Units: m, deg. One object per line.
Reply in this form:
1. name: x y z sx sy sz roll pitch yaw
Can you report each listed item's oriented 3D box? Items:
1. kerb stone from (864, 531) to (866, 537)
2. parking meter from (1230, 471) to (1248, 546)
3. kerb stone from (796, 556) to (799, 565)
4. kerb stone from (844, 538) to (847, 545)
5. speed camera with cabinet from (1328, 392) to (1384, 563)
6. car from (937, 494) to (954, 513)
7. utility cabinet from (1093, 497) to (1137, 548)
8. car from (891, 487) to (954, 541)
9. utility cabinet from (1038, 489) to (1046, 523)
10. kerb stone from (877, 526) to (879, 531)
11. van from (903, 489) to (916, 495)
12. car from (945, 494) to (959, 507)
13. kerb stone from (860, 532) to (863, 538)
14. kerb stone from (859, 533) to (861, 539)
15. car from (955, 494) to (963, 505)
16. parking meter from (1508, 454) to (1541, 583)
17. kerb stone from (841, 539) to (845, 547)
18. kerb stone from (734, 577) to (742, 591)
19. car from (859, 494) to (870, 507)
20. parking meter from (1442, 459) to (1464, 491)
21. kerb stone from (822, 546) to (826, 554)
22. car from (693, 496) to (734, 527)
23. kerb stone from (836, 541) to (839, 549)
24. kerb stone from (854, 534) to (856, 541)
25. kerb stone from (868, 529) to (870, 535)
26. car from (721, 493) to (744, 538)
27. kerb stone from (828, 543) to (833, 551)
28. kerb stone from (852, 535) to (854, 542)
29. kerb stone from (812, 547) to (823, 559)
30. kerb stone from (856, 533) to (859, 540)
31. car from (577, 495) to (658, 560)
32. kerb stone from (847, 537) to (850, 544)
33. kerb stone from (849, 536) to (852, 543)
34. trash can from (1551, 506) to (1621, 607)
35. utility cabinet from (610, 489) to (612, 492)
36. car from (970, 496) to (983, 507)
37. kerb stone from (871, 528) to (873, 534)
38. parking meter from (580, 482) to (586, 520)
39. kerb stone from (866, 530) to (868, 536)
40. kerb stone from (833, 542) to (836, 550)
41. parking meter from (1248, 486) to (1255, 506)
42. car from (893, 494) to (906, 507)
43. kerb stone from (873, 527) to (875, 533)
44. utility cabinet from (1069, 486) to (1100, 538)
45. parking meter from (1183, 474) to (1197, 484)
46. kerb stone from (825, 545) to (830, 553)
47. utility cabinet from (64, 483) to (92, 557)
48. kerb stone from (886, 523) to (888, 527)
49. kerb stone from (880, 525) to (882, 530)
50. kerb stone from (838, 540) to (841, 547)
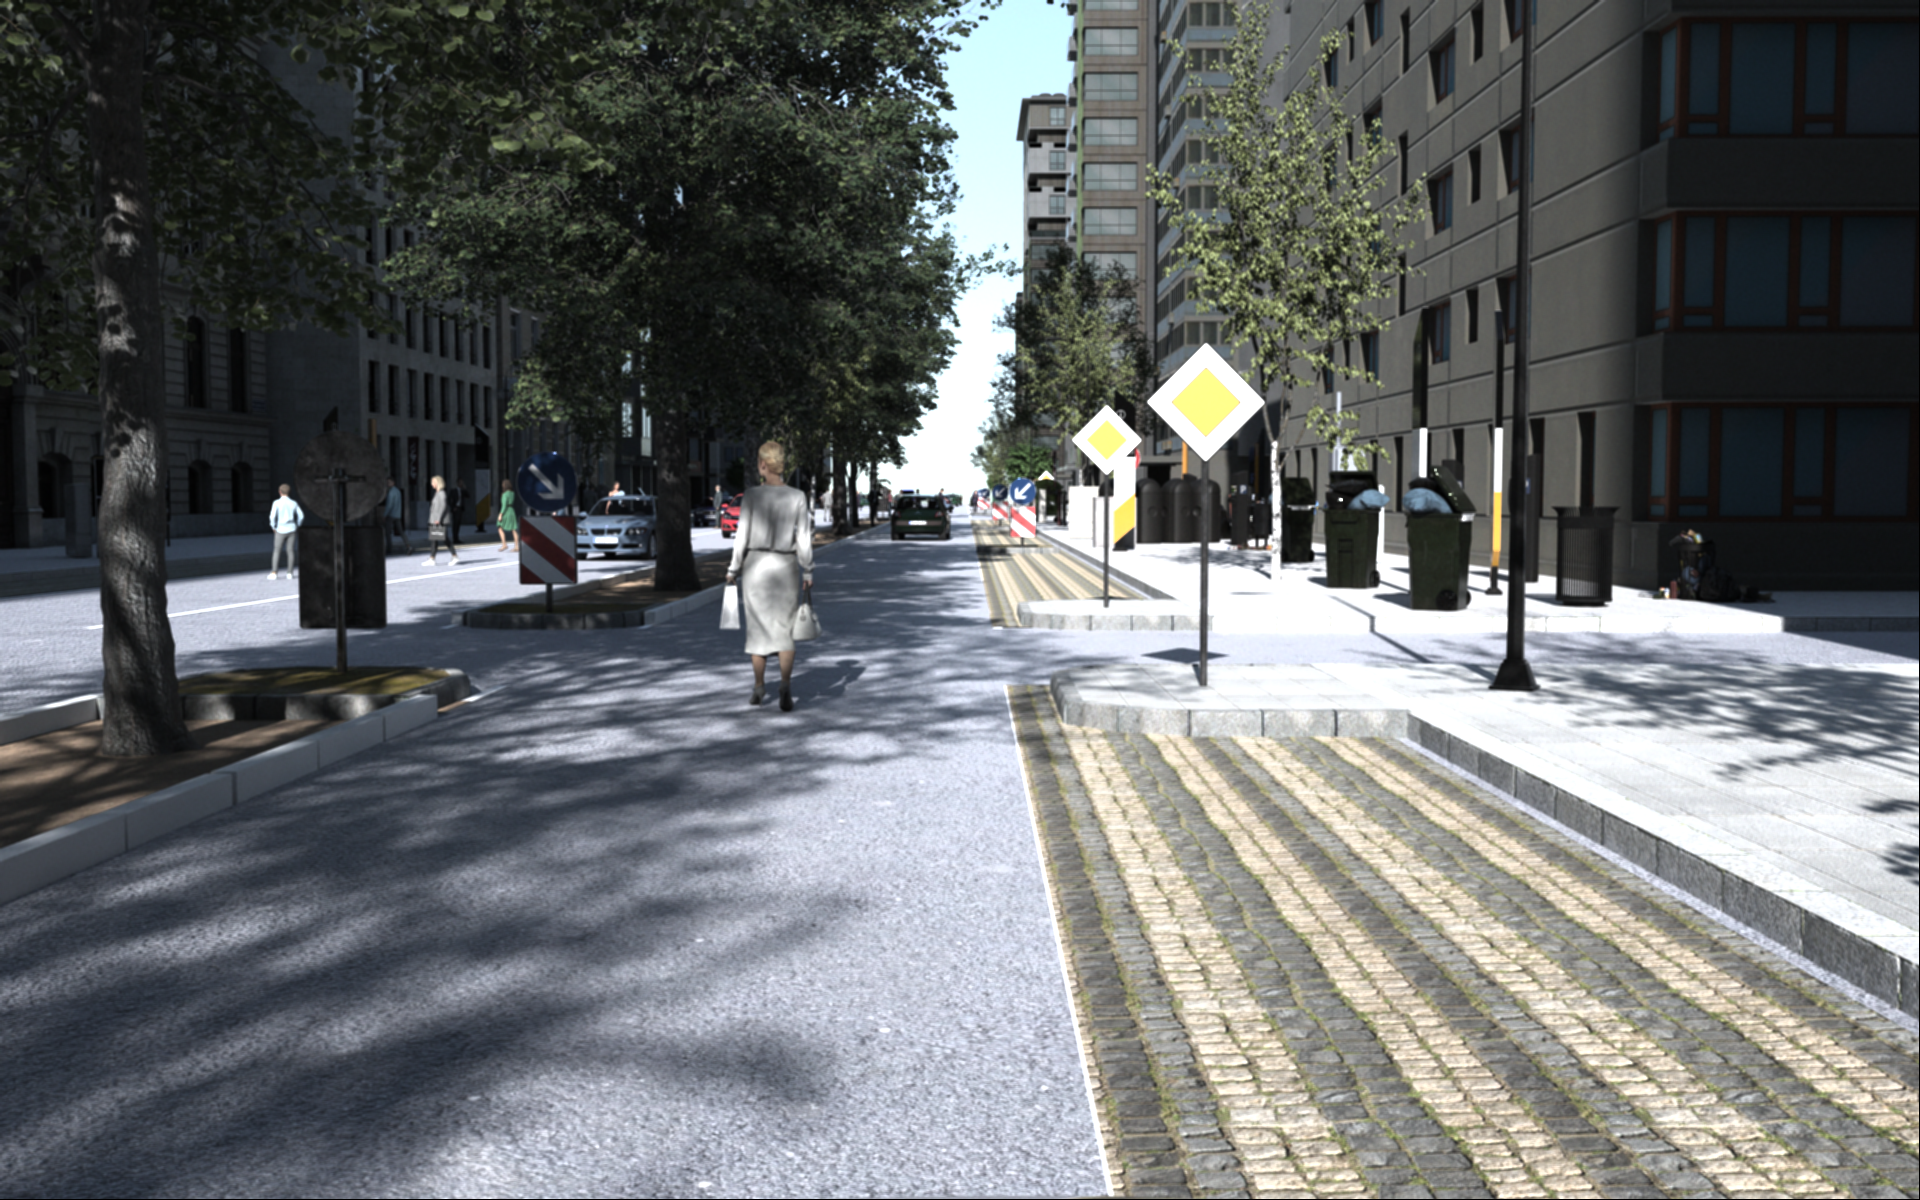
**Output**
1. kerb stone: -3.265 -2.136 57.272 0.120 0.150 1.000 0 4 0
2. parking meter: 6.948 -2.286 43.090 0.399 1.863 0.255 -2 4 -30
3. kerb stone: -3.325 -0.890 36.778 0.120 0.150 1.000 0 4 0
4. kerb stone: -3.298 -1.581 48.046 0.120 0.150 1.000 0 4 0
5. speed camera with cabinet: 7.526 -2.358 32.892 0.660 3.252 2.038 0 4 -1
6. car: -1.463 -7.379 132.649 2.014 1.417 4.499 0 4 1
7. utility cabinet: 3.700 -1.851 41.426 1.020 1.237 0.306 -1 4 -10
8. car: -1.217 -2.741 54.598 2.009 1.686 4.222 0 4 2
9. utility cabinet: 3.635 -4.152 76.570 0.318 1.500 1.173 0 4 0
10. kerb stone: -3.248 -2.647 65.467 0.120 0.150 1.000 0 4 0
11. van: -6.755 -13.473 224.665 2.240 2.365 5.245 0 4 1
12. car: -1.112 -11.487 199.612 2.131 1.459 4.920 0 4 -2
13. kerb stone: -3.267 -2.020 55.228 0.120 0.150 1.000 0 4 0
14. kerb stone: -3.276 -1.954 54.206 0.120 0.150 1.000 0 4 0
15. car: -0.693 -12.631 218.316 2.131 1.459 4.920 0 4 -1
16. parking meter: 8.212 -1.193 25.223 0.399 1.863 0.255 3 4 37
17. kerb stone: -3.292 -1.518 47.017 0.120 0.150 1.000 0 4 0
18. kerb stone: -3.358 -0.203 25.507 0.120 0.150 1.000 0 4 0
19. car: -10.009 -10.775 187.967 2.131 1.459 4.920 0 4 1
20. parking meter: 8.381 -1.454 29.483 0.255 1.863 0.399 3 5 42
21. kerb stone: -3.319 -1.140 40.868 0.120 0.150 1.000 0 4 0
22. car: -10.784 -3.941 77.021 1.945 1.354 3.894 0 4 0
23. kerb stone: -3.303 -1.390 44.965 0.120 0.150 1.000 0 4 0
24. kerb stone: -3.288 -1.832 52.148 0.120 0.150 1.000 0 4 0
25. kerb stone: -3.270 -2.271 59.332 0.120 0.150 1.000 0 4 0
26. car: -6.802 -2.979 57.746 2.155 1.783 4.494 0 4 2
27. kerb stone: -3.308 -1.268 42.921 0.120 0.150 1.000 0 4 0
28. kerb stone: -3.285 -1.766 51.126 0.120 0.150 1.000 0 4 0
29. kerb stone: -3.314 -1.071 39.847 0.120 0.150 1.000 0 4 0
30. kerb stone: -3.278 -1.894 53.178 0.120 0.150 1.000 0 4 0
31. car: -7.454 -1.652 39.020 2.014 1.417 4.499 0 4 2
32. kerb stone: -3.290 -1.644 49.068 0.120 0.150 1.000 0 4 0
33. kerb stone: -3.293 -1.705 50.096 0.120 0.150 1.000 0 4 0
34. trash can: 7.154 -0.500 19.834 0.748 1.137 0.748 0 3 0
35. utility cabinet: -16.084 -4.361 79.982 0.318 1.500 1.173 -1 4 -22
36. car: 2.044 -11.440 196.829 2.009 1.686 4.222 0 4 2
37. kerb stone: -3.252 -2.388 61.379 0.120 0.150 1.000 0 4 0
38. parking meter: -18.710 -4.929 86.306 0.399 1.863 0.255 -2 4 -34
39. kerb stone: -3.266 -2.208 58.303 0.120 0.150 1.000 0 4 0
40. kerb stone: -3.308 -1.330 43.943 0.120 0.150 1.000 0 4 0
41. parking meter: 8.809 -2.717 52.829 0.372 1.533 0.369 0 3 0
42. car: -6.684 -11.351 195.380 2.009 1.686 4.222 0 4 -1
43. kerb stone: -3.255 -2.459 62.401 0.120 0.150 1.000 0 4 0
44. utility cabinet: 3.705 -2.490 49.391 1.173 1.500 0.318 1 4 13
45. parking meter: 6.545 -2.667 49.317 0.255 1.863 0.399 -2 4 -31
46. kerb stone: -3.313 -1.201 41.893 0.120 0.150 1.000 0 4 0
47. utility cabinet: -17.894 -1.616 35.106 0.318 1.500 1.173 -3 4 -36
48. kerb stone: -3.221 -3.085 72.643 0.120 0.150 1.000 0 4 0
49. kerb stone: -3.232 -2.771 67.518 0.120 0.150 1.000 0 4 0
50. kerb stone: -3.310 -1.455 45.987 0.120 0.150 1.000 0 4 0
